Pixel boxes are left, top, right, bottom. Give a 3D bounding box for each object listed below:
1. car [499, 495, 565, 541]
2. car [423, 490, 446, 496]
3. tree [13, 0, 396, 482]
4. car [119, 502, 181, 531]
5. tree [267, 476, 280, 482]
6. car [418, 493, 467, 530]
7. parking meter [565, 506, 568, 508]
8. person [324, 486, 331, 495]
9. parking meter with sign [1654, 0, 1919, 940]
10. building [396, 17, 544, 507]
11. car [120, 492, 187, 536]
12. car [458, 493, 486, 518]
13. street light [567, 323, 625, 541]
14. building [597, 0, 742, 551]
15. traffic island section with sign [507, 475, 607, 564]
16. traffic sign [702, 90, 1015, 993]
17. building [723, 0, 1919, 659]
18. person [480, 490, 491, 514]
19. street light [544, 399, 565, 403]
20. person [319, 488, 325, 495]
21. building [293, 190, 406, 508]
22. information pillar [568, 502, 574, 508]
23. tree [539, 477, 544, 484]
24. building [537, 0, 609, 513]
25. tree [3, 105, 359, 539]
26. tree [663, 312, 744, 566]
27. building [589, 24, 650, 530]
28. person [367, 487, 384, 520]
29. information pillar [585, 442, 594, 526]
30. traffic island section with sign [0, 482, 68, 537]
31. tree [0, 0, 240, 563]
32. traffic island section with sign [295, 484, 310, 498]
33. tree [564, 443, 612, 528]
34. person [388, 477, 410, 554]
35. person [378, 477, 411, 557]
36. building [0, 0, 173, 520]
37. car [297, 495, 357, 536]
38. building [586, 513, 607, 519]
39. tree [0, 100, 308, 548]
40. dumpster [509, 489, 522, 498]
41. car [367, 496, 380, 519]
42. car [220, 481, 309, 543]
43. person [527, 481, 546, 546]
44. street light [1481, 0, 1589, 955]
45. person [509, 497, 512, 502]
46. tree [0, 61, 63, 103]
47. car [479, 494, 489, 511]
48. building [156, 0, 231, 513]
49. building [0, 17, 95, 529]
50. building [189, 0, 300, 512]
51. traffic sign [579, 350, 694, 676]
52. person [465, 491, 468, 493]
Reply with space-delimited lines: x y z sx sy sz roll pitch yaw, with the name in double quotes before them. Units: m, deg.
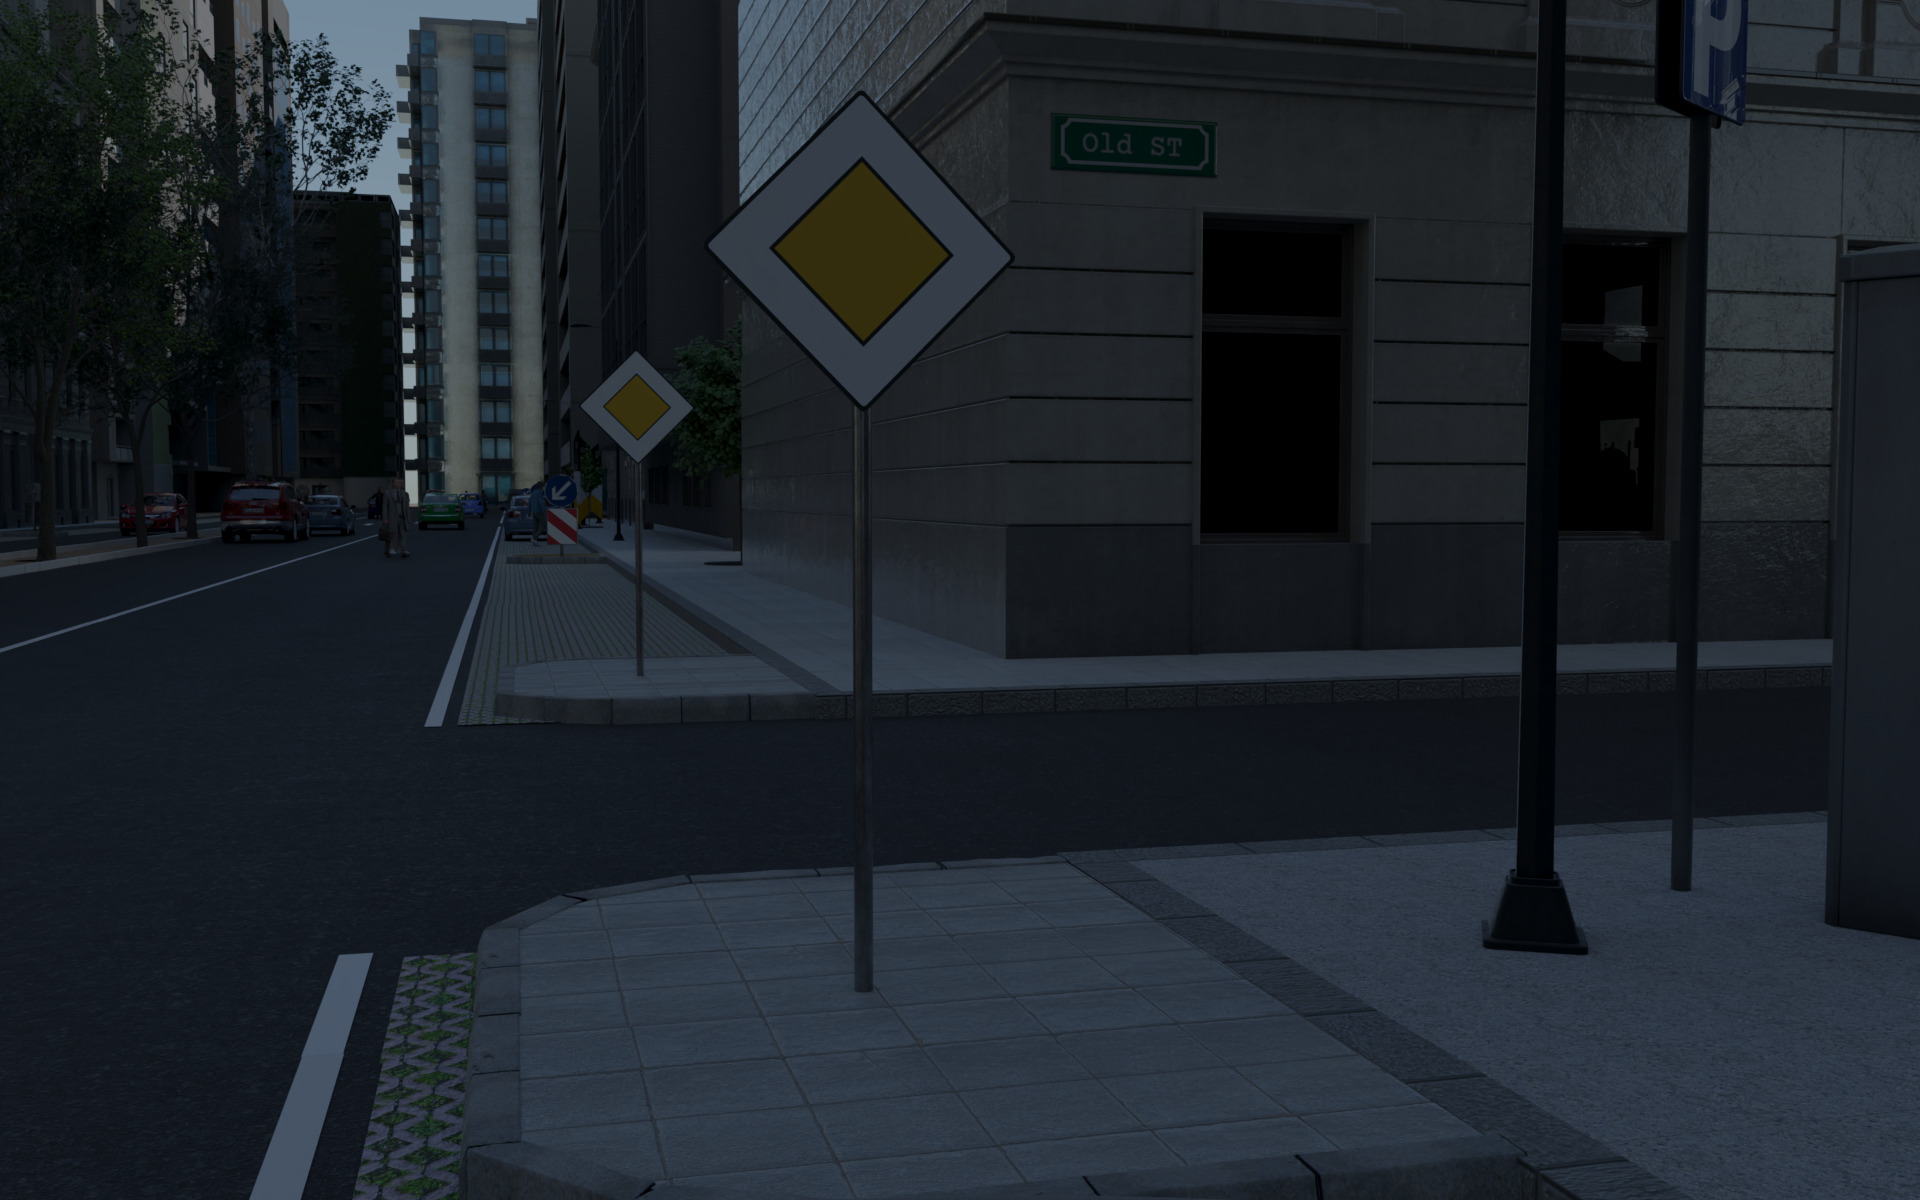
"car" -13.253 -2.553 53.747 2.014 1.417 4.499 -1 4 -14
"car" -44.982 -8.574 148.864 2.281 1.827 5.304 -1 4 -16
"tree" -28.383 -12.701 66.003 12.611 20.169 13.585 0 3 0
"car" -31.480 -3.351 67.363 1.945 1.354 3.894 -1 4 -14
"tree" -55.149 -8.806 138.580 1.663 3.219 1.824 0 3 0
"car" -21.242 -3.805 71.013 1.959 1.807 4.718 -1 4 -15
"parking meter" -17.619 -4.416 77.918 0.255 1.863 0.399 -1 4 -18
"person" -28.383 -4.219 77.662 0.709 1.800 0.728 3 4 37
"parking meter with sign" 2.942 -0.532 4.963 1.738 3.016 0.543 3 5 43
"building" -41.270 -34.138 177.764 30.456 49.044 23.786 -1 4 -14
"car" -28.272 -3.179 61.014 2.155 1.783 4.494 -1 4 -14
"car" -29.733 -5.832 104.948 1.945 1.707 3.694 -1 4 -15
"street light" -9.900 -4.571 47.279 1.470 5.913 1.316 -1 4 -14
"building" -2.906 -15.730 50.691 14.314 27.812 24.014 -1 4 -14
"traffic island section with sign" -8.419 -1.677 36.042 1.989 1.847 2.006 -1 4 -14
"traffic sign" -0.252 -0.047 4.415 0.795 2.450 0.064 -1 4 -14
"building" 19.127 -15.235 25.503 44.131 29.872 17.030 -1 4 -14
"person" -34.390 -7.096 125.239 0.721 1.735 1.217 2 4 33
"street light" -19.713 -6.892 85.224 1.470 5.913 1.316 -1 4 -14
"person" -33.753 -5.054 91.795 0.551 1.740 0.621 -2 4 -23
"building" -61.522 -24.219 167.676 14.107 30.474 14.160 -1 4 -14
"information pillar" -15.890 -4.074 71.102 0.304 2.012 0.304 -2 4 -29
"tree" -38.455 -10.151 160.571 1.663 3.219 1.824 0 3 0
"building" -25.263 -32.202 150.201 21.300 48.544 21.600 -1 4 -14
"tree" -24.314 -8.663 54.462 12.009 13.543 11.850 0 3 0
"tree" -4.004 -2.931 31.635 4.285 4.588 4.351 0 3 0
"building" -8.974 -16.963 74.616 12.463 27.353 25.104 -1 4 -14
"person" -32.060 -5.328 95.640 1.348 1.821 0.705 -1 4 -23
"information pillar" -15.191 -4.814 70.070 0.504 3.616 0.183 -3 5 -40
"traffic island section with sign" -31.288 -3.044 58.393 1.989 1.847 2.006 -1 4 -14
"tree" -19.131 -6.598 36.098 9.928 11.665 9.643 0 3 0
"traffic island section with sign" -31.191 -4.518 82.012 2.006 1.907 1.989 -1 4 -14
"tree" -14.251 -4.358 65.860 1.663 3.219 1.824 0 3 0
"person" -13.486 -2.018 41.463 0.573 1.828 0.580 0 4 -1
"person" -12.759 -1.870 39.178 0.694 1.812 0.767 -3 5 -44
"building" -47.935 -24.537 84.779 14.154 41.232 14.086 -1 4 -14
"car" -22.115 -2.956 60.328 2.014 1.417 4.499 -1 4 -15
"building" -12.648 -29.257 102.047 21.300 48.544 21.600 -1 4 -14
"tree" -21.342 -6.620 45.107 8.767 10.594 7.601 -1 4 -14
"dumpster" -37.429 -8.506 147.281 1.865 1.857 1.264 -1 4 -15
"car" -33.634 -5.418 101.157 1.945 1.354 3.894 -1 4 -16
"car" -21.027 -2.680 52.499 2.281 1.827 5.304 -1 4 -14
"person" -11.542 -2.347 47.223 0.444 1.785 0.601 -3 5 -40
"street light" 1.122 -1.965 4.671 1.470 5.913 1.316 -1 4 -14
"person" -19.368 -3.814 75.145 0.394 1.301 0.425 -1 4 -17
"tree" -17.203 -5.542 27.489 8.767 10.594 7.601 -1 4 -14
"car" -40.522 -8.143 145.145 2.014 1.417 4.499 -1 4 -14
"building" -60.275 -31.403 102.673 28.713 52.752 27.495 -1 4 -14
"building" -40.528 -13.268 66.089 9.793 20.994 18.267 -1 4 -14
"building" -63.942 -30.244 144.596 14.200 45.320 14.600 -1 4 -14
"traffic sign" -2.257 -0.520 12.145 0.795 2.450 0.064 -1 4 -14
"person" -44.435 -8.947 155.576 0.721 1.735 1.217 1 4 12
